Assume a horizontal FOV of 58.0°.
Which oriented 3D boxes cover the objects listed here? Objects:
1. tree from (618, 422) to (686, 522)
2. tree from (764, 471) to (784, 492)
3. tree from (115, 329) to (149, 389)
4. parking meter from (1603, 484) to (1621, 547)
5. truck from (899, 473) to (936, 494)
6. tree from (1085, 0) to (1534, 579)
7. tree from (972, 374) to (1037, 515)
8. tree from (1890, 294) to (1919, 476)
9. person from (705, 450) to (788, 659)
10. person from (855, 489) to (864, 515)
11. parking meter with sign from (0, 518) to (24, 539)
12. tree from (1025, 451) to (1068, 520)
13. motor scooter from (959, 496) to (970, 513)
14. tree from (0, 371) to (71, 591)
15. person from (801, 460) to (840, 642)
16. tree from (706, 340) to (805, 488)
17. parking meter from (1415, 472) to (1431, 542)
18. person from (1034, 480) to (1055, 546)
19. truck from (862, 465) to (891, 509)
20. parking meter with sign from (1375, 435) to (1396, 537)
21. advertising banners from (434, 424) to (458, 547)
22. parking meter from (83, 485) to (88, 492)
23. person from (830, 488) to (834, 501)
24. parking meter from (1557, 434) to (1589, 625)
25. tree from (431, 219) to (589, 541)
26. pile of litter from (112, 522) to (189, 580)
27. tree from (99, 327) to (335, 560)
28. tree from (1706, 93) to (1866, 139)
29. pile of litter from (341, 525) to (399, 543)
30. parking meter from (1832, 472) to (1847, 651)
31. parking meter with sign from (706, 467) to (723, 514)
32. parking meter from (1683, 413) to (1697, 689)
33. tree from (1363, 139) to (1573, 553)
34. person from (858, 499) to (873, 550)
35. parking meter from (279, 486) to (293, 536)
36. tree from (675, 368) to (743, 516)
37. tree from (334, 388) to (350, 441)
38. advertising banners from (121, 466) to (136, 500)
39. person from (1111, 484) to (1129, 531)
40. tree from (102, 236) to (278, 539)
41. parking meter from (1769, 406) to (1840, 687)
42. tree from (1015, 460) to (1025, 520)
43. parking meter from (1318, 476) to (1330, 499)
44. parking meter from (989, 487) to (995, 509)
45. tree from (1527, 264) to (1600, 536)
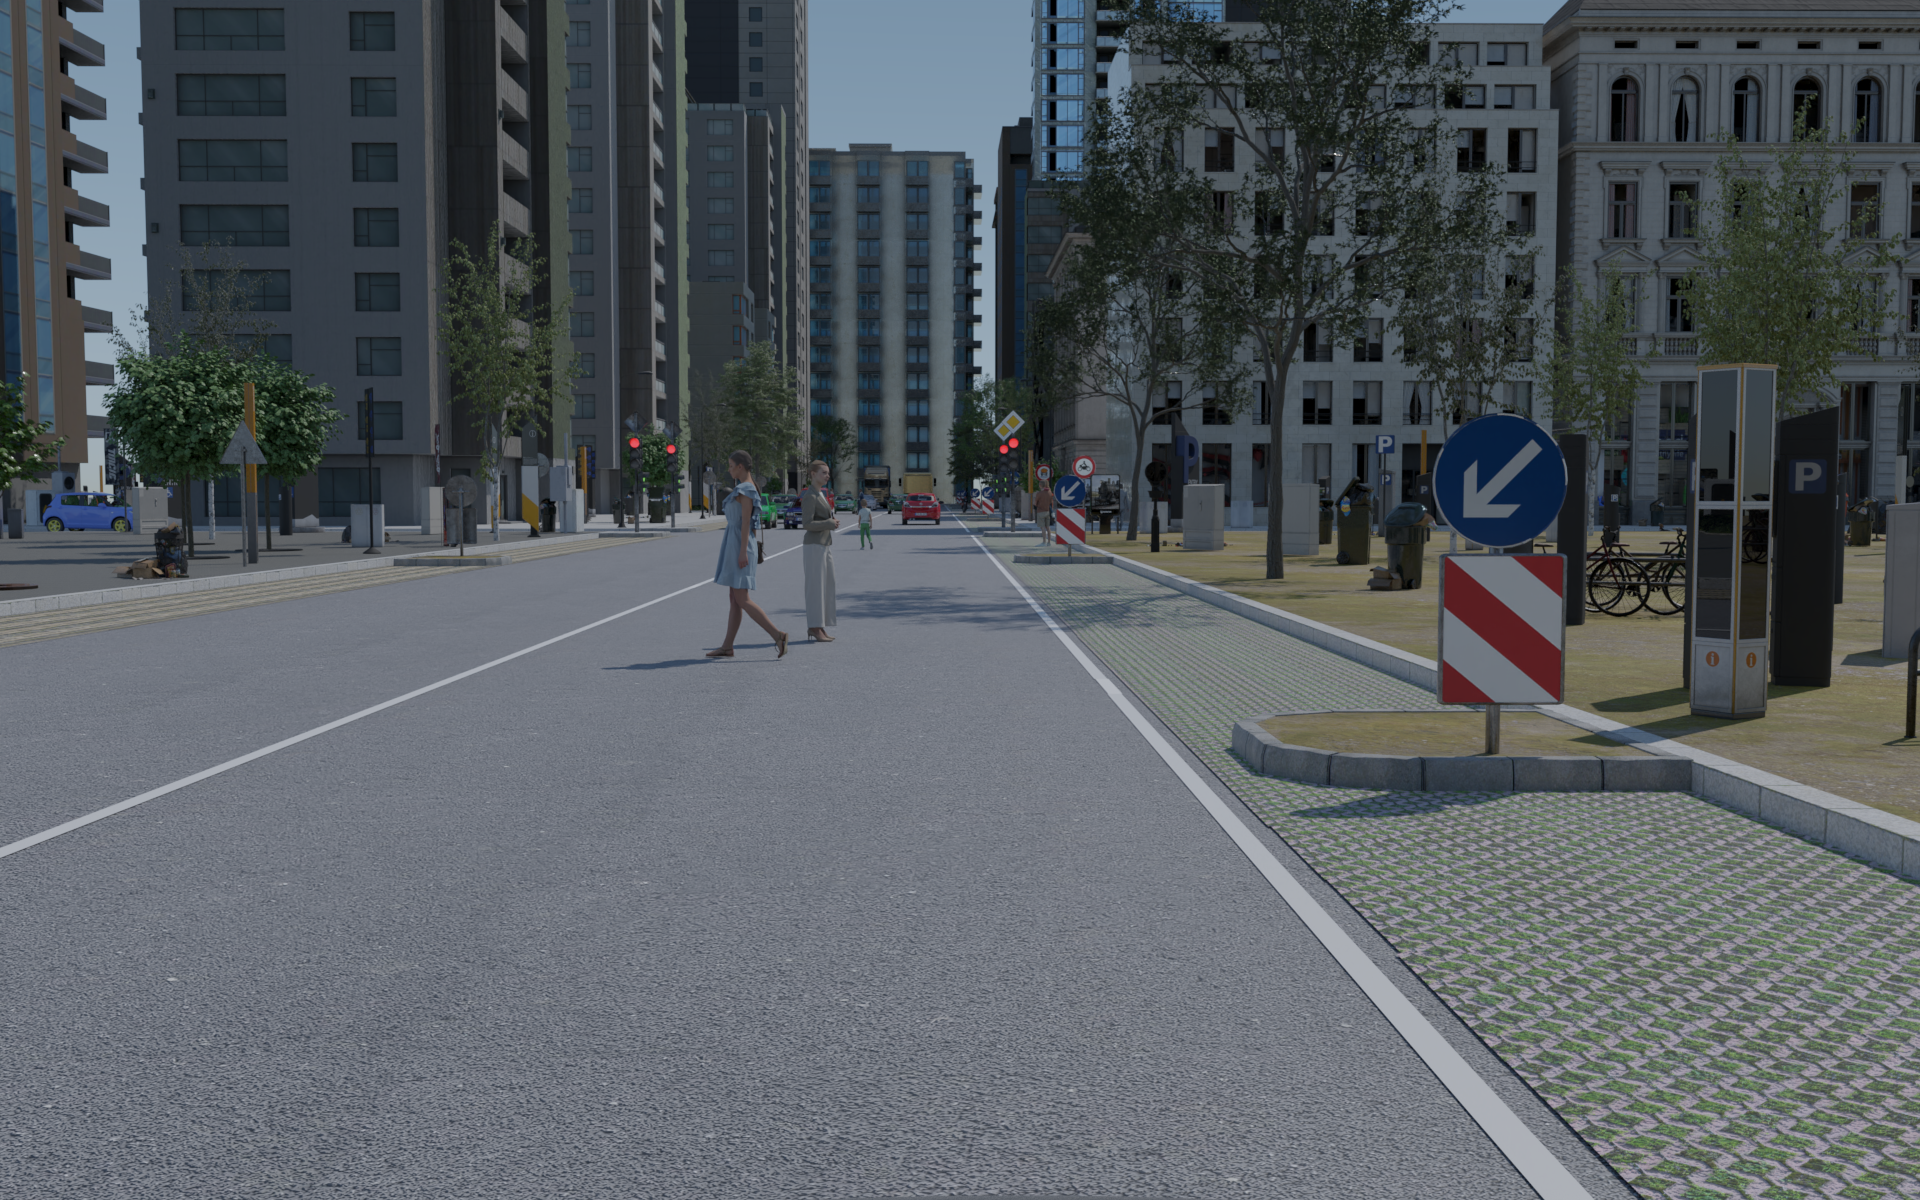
[{"bbox_3d":[-13.976,-5.828,79.004,4.285,4.588,4.351,0,3,0],"label":"tree"},{"bbox_3d":[-15.050,-8.892,139.979,1.663,3.219,1.824,0,3,0],"label":"tree"},{"bbox_3d":[-35.911,-7.817,78.166,4.737,8.622,4.395,0,3,0],"label":"tree"},{"bbox_3d":[15.775,-2.049,41.913,0.372,1.533,0.369,0,3,0],"label":"parking meter"},{"bbox_3d":[-3.790,-9.746,155.263,3.469,3.379,9.791,0,4,-2],"label":"truck"},{"bbox_3d":[4.513,-5.586,25.743,7.601,10.594,8.767,-3,5,-44],"label":"tree"},{"bbox_3d":[3.050,-9.576,106.922,4.737,8.622,4.395,0,3,0],"label":"tree"},{"bbox_3d":[25.410,-5.648,42.708,4.360,8.622,3.978,0,3,0],"label":"tree"},{"bbox_3d":[-1.845,-0.397,15.084,0.778,1.811,0.616,1,4,15],"label":"person"},{"bbox_3d":[-6.814,-6.709,118.376,0.419,1.800,0.721,-3,5,-40],"label":"person"},{"bbox_3d":[-27.751,-3.252,49.435,1.738,3.016,0.543,-1,4,-18],"label":"parking meter with sign"},{"bbox_3d":[3.968,-5.055,77.256,1.663,3.219,1.824,0,3,0],"label":"tree"},{"bbox_3d":[0.335,-7.312,132.335,0.815,1.314,1.986,0,4,-3],"label":"motor scooter"},{"bbox_3d":[-12.911,-1.759,23.361,1.663,3.219,1.824,0,3,0],"label":"tree"},{"bbox_3d":[-1.341,-0.474,16.794,0.362,1.759,0.519,1,4,9],"label":"person"},{"bbox_3d":[-14.997,-12.809,127.547,7.486,12.596,7.792,0,3,0],"label":"tree"},{"bbox_3d":[12.509,-2.515,46.829,0.399,1.863,0.255,0,4,7],"label":"parking meter"},{"bbox_3d":[2.304,-2.369,47.213,0.573,1.828,0.580,0,4,1],"label":"person"},{"bbox_3d":[-8.177,-11.160,171.384,2.839,4.237,11.283,0,4,-2],"label":"truck"},{"bbox_3d":[12.851,-3.409,52.002,0.543,3.016,1.738,1,4,21],"label":"parking meter with sign"},{"bbox_3d":[-12.668,-2.841,42.641,0.090,3.025,2.074,-2,4,-29],"label":"advertising banners"},{"bbox_3d":[-59.143,-6.817,117.167,0.255,1.863,0.399,-2,4,-34],"label":"parking meter"},{"bbox_3d":[-8.791,-6.667,117.633,0.709,1.813,0.853,2,4,26],"label":"person"},{"bbox_3d":[6.041,-0.696,17.086,0.255,1.863,0.399,2,4,24],"label":"parking meter"},{"bbox_3d":[-12.595,-5.944,47.542,4.737,8.622,4.395,0,3,0],"label":"tree"},{"bbox_3d":[-12.424,-0.775,26.629,1.176,0.858,1.719,-1,4,-9],"label":"pile of litter"},{"bbox_3d":[-15.310,-3.100,34.397,4.285,4.588,4.351,0,3,0],"label":"tree"},{"bbox_3d":[15.634,-5.056,33.025,4.737,8.622,4.395,0,3,0],"label":"tree"},{"bbox_3d":[-15.712,-1.965,46.100,1.719,0.858,1.176,-3,5,-43],"label":"pile of litter"},{"bbox_3d":[6.990,-0.356,14.234,0.372,1.533,0.369,0,3,0],"label":"parking meter"},{"bbox_3d":[-15.613,-7.054,111.590,0.543,3.016,1.738,2,4,26],"label":"parking meter with sign"},{"bbox_3d":[4.912,-0.341,11.291,0.255,1.863,0.399,0,4,6],"label":"parking meter"},{"bbox_3d":[10.304,-5.223,35.757,4.360,8.622,3.978,0,3,0],"label":"tree"},{"bbox_3d":[-2.422,-1.941,44.484,0.306,1.304,0.590,-2,4,-29],"label":"person"},{"bbox_3d":[-20.869,-2.764,53.598,0.372,1.533,0.369,0,3,0],"label":"parking meter"},{"bbox_3d":[-14.435,-9.190,100.613,4.360,8.622,3.978,0,3,0],"label":"tree"},{"bbox_3d":[-15.564,-3.388,39.102,4.285,4.588,4.351,0,3,0],"label":"tree"},{"bbox_3d":[-50.215,-6.620,104.431,2.074,3.025,0.090,2,4,35],"label":"advertising banners"},{"bbox_3d":[5.887,-3.386,63.983,0.709,1.813,0.853,0,4,-7],"label":"person"},{"bbox_3d":[-21.407,-6.019,48.778,4.360,8.622,3.978,0,3,0],"label":"tree"},{"bbox_3d":[5.638,-0.361,11.617,0.399,1.863,0.255,1,4,19],"label":"parking meter"},{"bbox_3d":[3.500,-5.491,84.383,1.663,3.219,1.824,0,3,0],"label":"tree"},{"bbox_3d":[11.749,-3.073,55.948,0.255,1.863,0.399,2,4,35],"label":"parking meter"},{"bbox_3d":[2.558,-8.096,138.080,0.255,1.863,0.399,3,5,42],"label":"parking meter"},{"bbox_3d":[19.438,-6.288,53.165,4.737,8.622,4.395,0,3,0],"label":"tree"}]
